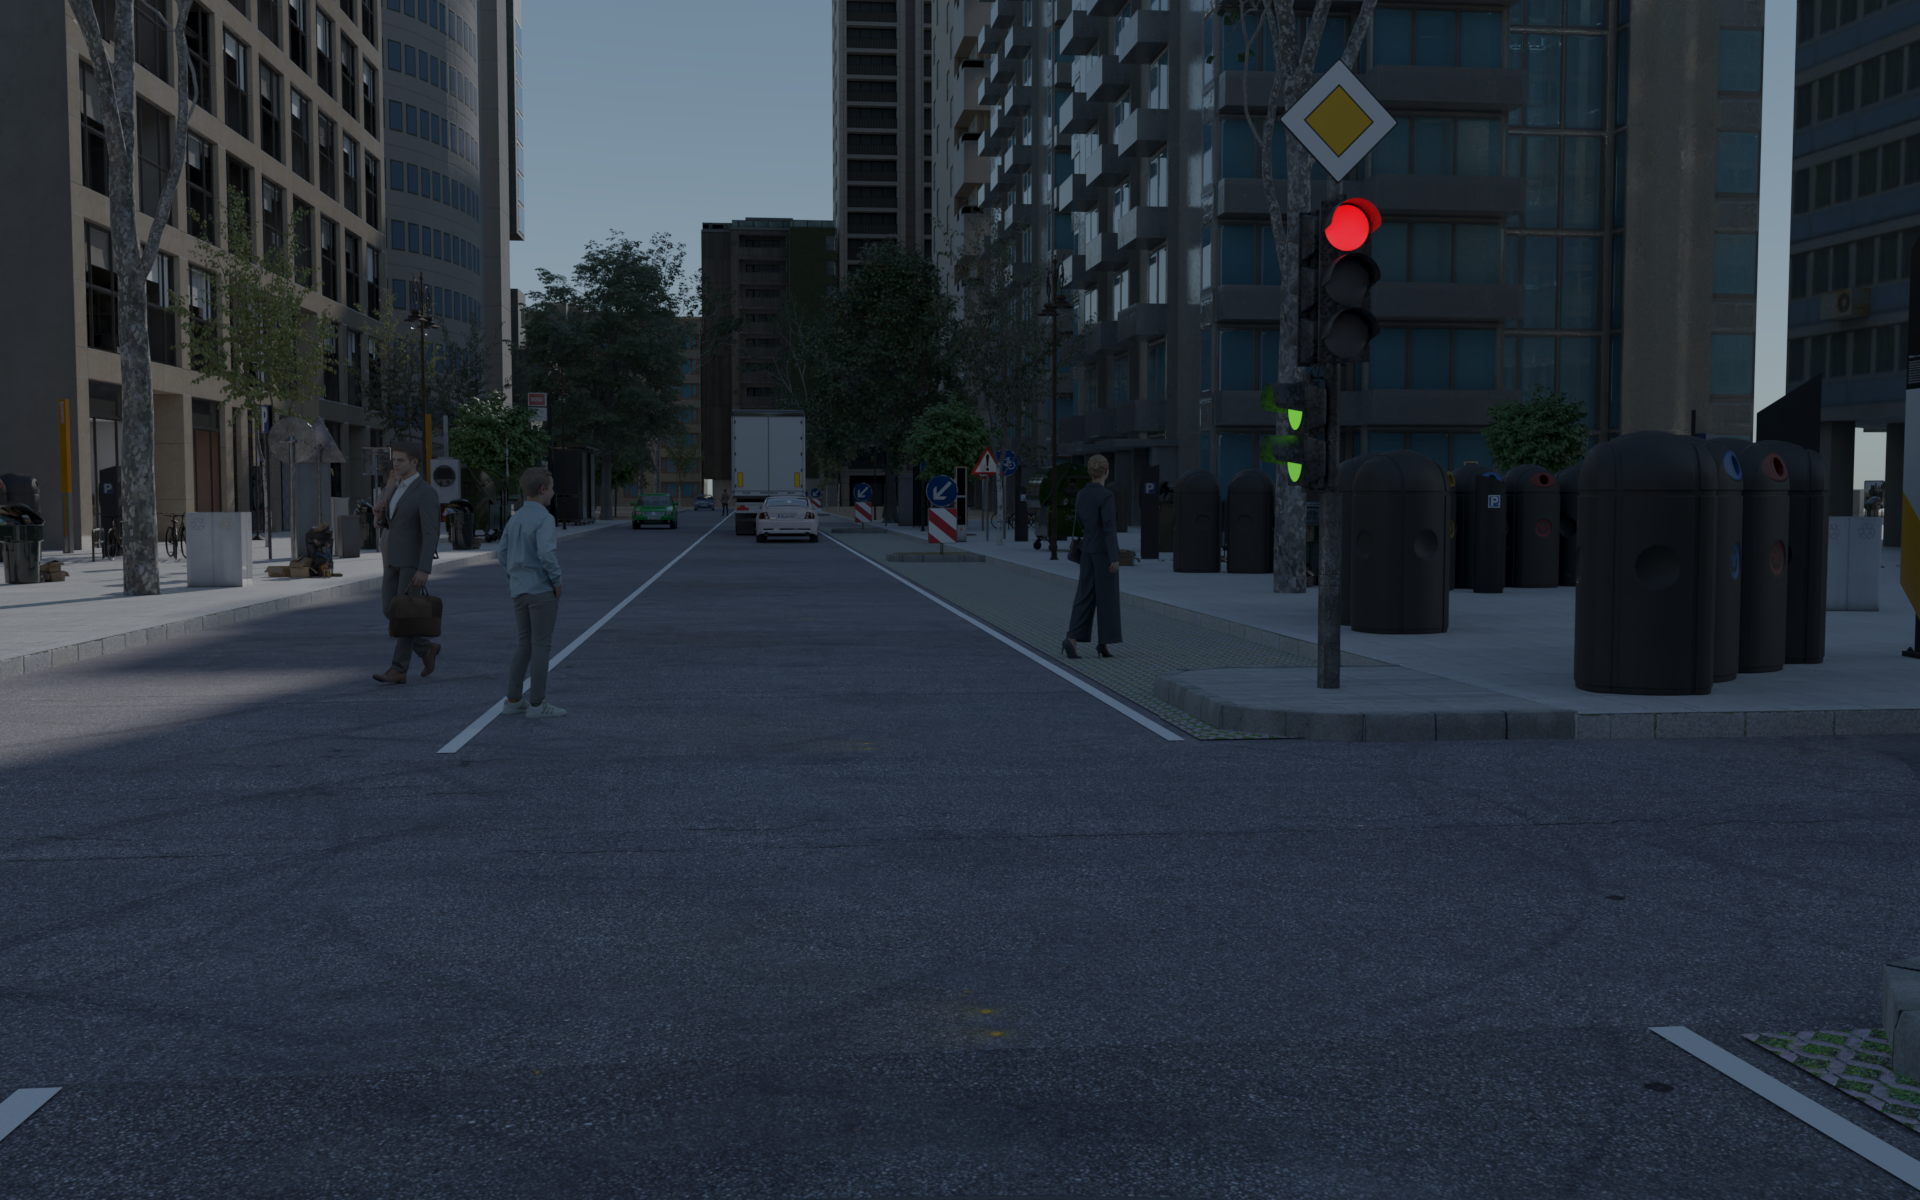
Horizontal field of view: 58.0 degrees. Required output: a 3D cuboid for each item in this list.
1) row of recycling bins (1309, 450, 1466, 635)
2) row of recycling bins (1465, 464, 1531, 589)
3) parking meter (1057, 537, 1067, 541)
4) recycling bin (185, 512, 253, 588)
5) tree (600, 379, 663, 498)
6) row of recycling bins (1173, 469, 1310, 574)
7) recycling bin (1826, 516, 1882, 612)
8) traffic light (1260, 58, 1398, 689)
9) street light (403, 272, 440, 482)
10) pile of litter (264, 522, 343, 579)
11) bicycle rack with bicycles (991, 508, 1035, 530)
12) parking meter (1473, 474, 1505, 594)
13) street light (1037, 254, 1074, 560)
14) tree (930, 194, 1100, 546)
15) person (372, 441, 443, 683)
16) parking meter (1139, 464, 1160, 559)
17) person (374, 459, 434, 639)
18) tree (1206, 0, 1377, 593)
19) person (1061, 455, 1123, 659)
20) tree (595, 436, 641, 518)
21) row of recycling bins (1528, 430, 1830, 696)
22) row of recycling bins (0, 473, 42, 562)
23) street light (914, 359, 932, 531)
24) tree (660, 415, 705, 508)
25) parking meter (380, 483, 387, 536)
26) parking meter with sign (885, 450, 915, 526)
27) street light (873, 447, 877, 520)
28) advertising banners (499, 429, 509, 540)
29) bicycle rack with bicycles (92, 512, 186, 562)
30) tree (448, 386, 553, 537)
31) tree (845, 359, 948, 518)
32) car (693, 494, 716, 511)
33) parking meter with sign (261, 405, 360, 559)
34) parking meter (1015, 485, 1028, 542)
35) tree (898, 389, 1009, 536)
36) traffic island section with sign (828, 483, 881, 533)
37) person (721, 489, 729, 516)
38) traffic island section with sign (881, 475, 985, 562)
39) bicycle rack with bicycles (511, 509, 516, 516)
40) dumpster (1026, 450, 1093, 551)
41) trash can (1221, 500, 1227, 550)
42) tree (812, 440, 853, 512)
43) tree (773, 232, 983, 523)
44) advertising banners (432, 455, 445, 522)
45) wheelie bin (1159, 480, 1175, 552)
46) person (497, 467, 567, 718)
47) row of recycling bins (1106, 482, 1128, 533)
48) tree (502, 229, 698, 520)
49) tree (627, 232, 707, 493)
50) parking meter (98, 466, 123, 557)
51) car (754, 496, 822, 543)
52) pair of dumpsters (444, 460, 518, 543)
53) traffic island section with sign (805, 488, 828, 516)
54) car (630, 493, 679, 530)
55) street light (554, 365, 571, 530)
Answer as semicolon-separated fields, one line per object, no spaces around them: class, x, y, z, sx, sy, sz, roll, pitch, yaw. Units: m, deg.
row of recycling bins;4.225;-0.633;17.468;1.069;1.692;3.534;0;4;7
row of recycling bins;7.412;-1.018;23.752;3.534;1.692;1.069;-1;4;-22
parking meter;2.770;-2.397;47.595;0.372;1.533;0.369;0;3;0
recycling bin;-10.317;-0.708;24.135;0.722;1.027;0.722;-1;4;-10
tree;-20.328;-9.673;108.515;4.360;8.622;3.978;0;3;0
row of recycling bins;5.205;-1.282;28.072;3.534;1.692;1.069;1;4;16
recycling bin;9.737;-0.411;19.272;0.722;1.027;0.722;0;4;6
traffic light;2.422;-1.372;11.358;0.839;4.253;0.868;0;4;-7
street light;-11.191;-3.875;36.148;0.468;5.910;1.993;0;4;-7
pile of litter;-10.198;-0.792;26.914;1.176;0.858;1.719;-1;4;-14
bicycle rack with bicycles;2.570;-3.039;63.077;2.925;0.926;2.852;0;4;7
parking meter;6.862;-0.859;22.462;0.372;1.533;0.369;0;3;0
street light;1.835;-3.718;33.581;0.468;5.910;1.993;0;4;-7
tree;1.080;-5.648;42.700;4.360;8.622;3.978;0;3;0
person;-4.175;-0.289;13.189;0.622;1.834;0.822;2;4;28
parking meter;3.734;-1.742;34.190;0.399;1.863;0.255;1;4;9
person;-5.533;-0.510;17.185;0.599;1.781;0.374;3;5;42
tree;5.777;-10.156;21.943;12.611;20.169;13.585;0;3;0
person;1.176;-0.371;14.981;0.576;1.772;0.534;2;4;33
tree;-19.016;-6.821;95.229;4.285;4.588;4.351;0;3;0
row of recycling bins;5.317;-0.322;12.376;1.069;1.692;3.534;3;5;41
row of recycling bins;-18.479;-1.531;32.141;1.069;1.692;3.534;0;4;7
street light;-1.275;-5.295;59.355;0.468;5.910;1.993;0;4;-7
tree;-25.792;-12.850;160.462;4.737;8.622;4.395;0;3;0
parking meter;-12.817;-1.866;38.923;0.372;1.533;0.369;0;3;0
parking meter with sign;-2.128;-4.454;69.085;1.738;3.016;0.543;0;4;-1
street light;-4.192;-6.883;85.323;0.468;5.910;1.993;0;4;-7
advertising banners;-12.056;-3.038;45.861;0.090;3.025;2.074;-1;4;-9
bicycle rack with bicycles;-15.788;-1.262;34.020;2.852;0.926;2.925;-1;4;-20
tree;-14.088;-4.221;52.735;4.285;4.588;4.351;0;3;0
tree;-3.735;-9.661;92.372;7.601;10.594;8.767;1;4;21
car;-22.254;-8.491;150.827;2.014;1.417;4.499;0;4;-8
parking meter with sign;-12.896;-2.336;34.462;1.738;3.016;0.543;-2;4;-35
parking meter;1.664;-2.352;46.862;0.372;1.533;0.369;0;3;0
tree;-0.284;-4.288;53.818;4.285;4.588;4.351;0;3;0
traffic island section with sign;-3.730;-3.375;63.813;1.989;1.847;2.006;0;4;-7
person;-15.268;-6.313;112.244;0.617;1.759;0.750;-1;4;-21
traffic island section with sign;-0.568;-1.738;37.043;1.989;1.847;2.006;0;4;-7
bicycle rack with bicycles;-20.693;-3.805;75.600;2.852;0.926;2.925;-3;5;-44
dumpster;2.369;-2.235;39.036;1.502;2.255;1.985;0;4;-7
trash can;6.218;-1.703;39.492;0.748;1.137;0.748;0;3;0
tree;-11.324;-12.168;149.315;4.737;8.622;4.395;0;3;0
tree;-3.098;-9.733;76.138;9.611;12.733;9.660;0;3;0
advertising banners;-23.407;-5.042;78.617;0.090;3.025;2.074;1;4;21
wheelie bin;4.537;-1.859;38.300;0.693;1.594;0.980;1;4;16
person;-2.724;-0.050;11.134;0.330;1.601;0.589;-3;4;-38
row of recycling bins;4.288;-3.164;58.838;1.069;1.692;3.534;-3;5;-42
tree;-17.452;-10.911;85.046;9.857;13.997;8.962;0;3;0
tree;-20.540;-16.349;123.195;12.611;20.169;13.585;0;3;0
parking meter;-17.413;-1.824;35.531;0.399;1.863;0.255;0;4;3
car;-5.221;-2.454;52.491;2.083;1.381;4.827;0;4;-5
pair of dumpsters;-13.152;-2.745;47.380;1.574;2.255;4.437;0;4;-7
traffic island section with sign;-9.525;-6.376;112.869;1.989;1.847;2.006;0;4;-7
car;-12.589;-3.835;71.498;1.959;1.807;4.718;-1;4;-8
street light;-14.285;-5.479;62.372;0.468;5.910;1.993;0;4;-7
